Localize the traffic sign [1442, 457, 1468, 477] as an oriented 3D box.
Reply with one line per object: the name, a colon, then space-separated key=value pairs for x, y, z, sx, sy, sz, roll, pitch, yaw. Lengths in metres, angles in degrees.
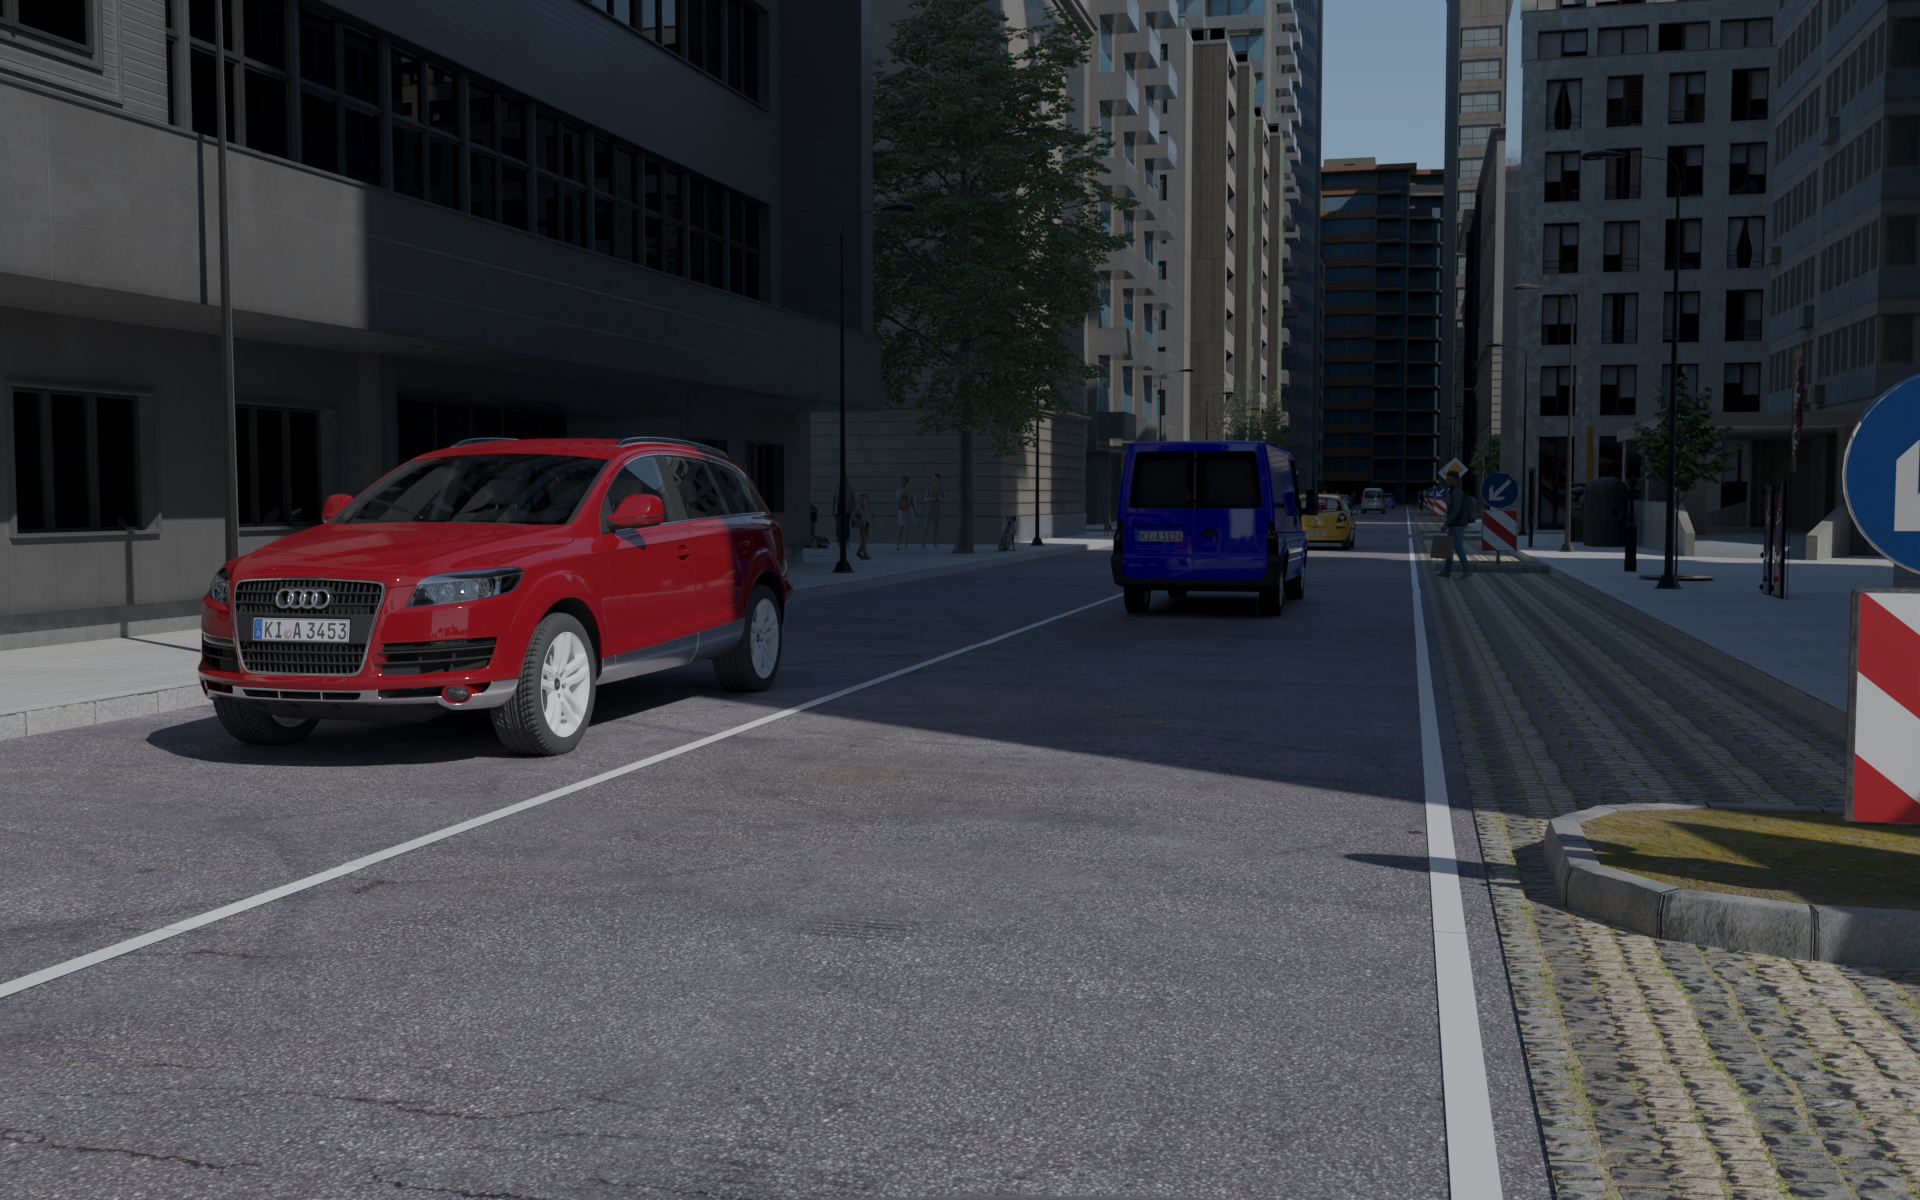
traffic sign: x=15.569 y=-3.195 z=54.421 sx=0.795 sy=2.593 sz=0.064 roll=1 pitch=4 yaw=14

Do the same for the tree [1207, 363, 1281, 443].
tree: x=15.903 y=-9.047 z=98.276 sx=4.360 sy=8.622 sz=3.978 roll=0 pitch=3 yaw=0

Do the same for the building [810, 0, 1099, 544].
building: x=-13.633 y=-14.372 z=54.066 sx=34.723 sy=24.649 sz=14.460 roll=1 pitch=4 yaw=14

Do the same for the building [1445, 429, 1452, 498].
building: x=57.784 y=-51.885 z=160.997 sx=22.319 sy=86.520 sz=31.000 roll=1 pitch=4 yaw=14

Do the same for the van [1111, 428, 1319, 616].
van: x=3.345 y=-1.090 z=22.205 sx=2.240 sy=2.365 sz=5.245 roll=1 pitch=4 yaw=15

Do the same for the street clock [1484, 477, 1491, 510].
street clock: x=22.007 y=-4.135 z=72.172 sx=0.471 sy=2.002 sz=0.358 roll=-3 pitch=5 yaw=-43

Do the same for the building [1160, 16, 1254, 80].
building: x=10.917 y=-20.667 z=109.601 sx=14.160 sy=30.474 sz=14.107 roll=1 pitch=4 yaw=14

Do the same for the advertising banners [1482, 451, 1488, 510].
advertising banners: x=20.994 y=-4.466 z=69.211 sx=0.090 sy=3.025 sz=2.074 roll=1 pitch=4 yaw=11

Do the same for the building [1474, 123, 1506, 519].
building: x=32.030 y=-14.715 z=89.747 sx=9.793 sy=20.994 sz=18.267 roll=1 pitch=4 yaw=14

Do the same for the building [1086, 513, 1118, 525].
building: x=-1.934 y=-28.227 z=81.123 sx=23.786 sy=49.044 sz=30.456 roll=1 pitch=4 yaw=14

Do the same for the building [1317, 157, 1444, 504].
building: x=50.487 y=-35.104 z=228.580 sx=28.867 sy=44.769 sz=22.147 roll=1 pitch=4 yaw=14

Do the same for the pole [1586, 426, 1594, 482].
pole: x=19.033 y=-3.579 z=52.359 sx=0.158 sy=3.312 sz=0.155 roll=0 pitch=3 yaw=0

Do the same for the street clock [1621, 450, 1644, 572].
street clock: x=11.113 y=-1.473 z=28.656 sx=0.358 sy=2.002 sz=0.471 roll=1 pitch=4 yaw=17

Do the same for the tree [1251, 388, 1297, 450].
tree: x=21.401 y=-10.387 z=120.193 sx=4.737 sy=8.622 sz=4.395 roll=0 pitch=3 yaw=0

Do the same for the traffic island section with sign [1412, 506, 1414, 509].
traffic island section with sign: x=30.606 y=-6.367 z=112.724 sx=1.989 sy=1.847 sz=2.006 roll=1 pitch=4 yaw=14

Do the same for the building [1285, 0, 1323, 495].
building: x=26.636 y=-39.192 z=182.785 sx=21.231 sy=58.520 sz=28.212 roll=1 pitch=4 yaw=14

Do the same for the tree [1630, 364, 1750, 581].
tree: x=10.848 y=-1.908 z=25.803 sx=1.663 sy=3.219 sz=1.824 roll=0 pitch=3 yaw=0

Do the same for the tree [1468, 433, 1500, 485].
tree: x=25.145 y=-5.890 z=80.009 sx=4.285 sy=4.588 sz=4.351 roll=0 pitch=3 yaw=0

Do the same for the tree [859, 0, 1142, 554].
tree: x=0.031 y=-7.307 z=37.596 sx=7.486 sy=12.596 sz=7.792 roll=0 pitch=3 yaw=0

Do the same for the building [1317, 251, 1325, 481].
building: x=36.041 y=-26.563 z=206.002 sx=14.107 sy=30.474 sz=14.160 roll=1 pitch=4 yaw=14

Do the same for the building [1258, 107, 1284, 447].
building: x=16.780 y=-21.968 z=130.880 sx=14.160 sy=30.474 sz=14.107 roll=1 pitch=4 yaw=14

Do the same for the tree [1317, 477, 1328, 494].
tree: x=40.850 y=-12.378 z=196.976 sx=1.663 sy=3.219 sz=1.824 roll=0 pitch=3 yaw=0

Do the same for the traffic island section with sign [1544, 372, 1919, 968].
traffic island section with sign: x=3.155 y=0.154 z=6.104 sx=1.989 sy=1.847 sz=2.006 roll=1 pitch=4 yaw=14

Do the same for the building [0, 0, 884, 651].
building: x=-11.853 y=-12.234 z=19.088 sx=14.314 sy=24.678 sz=30.058 roll=1 pitch=4 yaw=14

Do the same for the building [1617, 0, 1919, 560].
building: x=32.183 y=-21.106 z=36.959 sx=32.217 sy=40.220 sz=23.993 roll=1 pitch=4 yaw=14

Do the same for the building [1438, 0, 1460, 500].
building: x=64.111 y=-39.690 z=190.928 sx=21.231 sy=58.520 sz=28.212 roll=1 pitch=4 yaw=14

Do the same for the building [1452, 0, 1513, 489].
building: x=47.774 y=-28.020 z=141.715 sx=14.154 sy=41.232 sz=14.086 roll=1 pitch=4 yaw=14

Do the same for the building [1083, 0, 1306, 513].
building: x=18.526 y=-32.716 z=154.507 sx=23.786 sy=49.044 sz=30.456 roll=1 pitch=4 yaw=14

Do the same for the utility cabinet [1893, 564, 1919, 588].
utility cabinet: x=11.932 y=-0.753 z=20.983 sx=0.318 sy=1.500 sz=1.173 roll=-1 pitch=4 yaw=-19

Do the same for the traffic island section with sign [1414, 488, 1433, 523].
traffic island section with sign: x=23.845 y=-4.761 z=86.473 sx=1.989 sy=1.847 sz=2.006 roll=1 pitch=4 yaw=14

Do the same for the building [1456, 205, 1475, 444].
building: x=41.172 y=-18.009 z=123.332 sx=11.050 sy=23.489 sz=19.941 roll=1 pitch=4 yaw=14

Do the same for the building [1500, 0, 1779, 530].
building: x=29.131 y=-12.792 z=63.907 sx=16.860 sy=20.320 sz=10.420 roll=1 pitch=4 yaw=14

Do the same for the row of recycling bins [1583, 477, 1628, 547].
row of recycling bins: x=16.208 y=-2.230 z=43.566 sx=1.069 sy=1.692 sz=3.534 roll=1 pitch=4 yaw=18

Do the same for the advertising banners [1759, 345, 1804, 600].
advertising banners: x=10.124 y=-1.538 z=21.339 sx=0.090 sy=3.025 sz=2.074 roll=1 pitch=4 yaw=15

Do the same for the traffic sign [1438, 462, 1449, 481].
traffic sign: x=17.560 y=-3.668 z=62.154 sx=0.795 sy=2.593 sz=0.064 roll=1 pitch=4 yaw=14

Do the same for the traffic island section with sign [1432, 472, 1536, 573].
traffic island section with sign: x=9.876 y=-1.442 z=32.211 sx=1.989 sy=1.847 sz=2.006 roll=1 pitch=4 yaw=14

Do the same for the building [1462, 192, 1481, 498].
building: x=37.485 y=-16.891 z=105.847 sx=12.332 sy=23.373 sz=15.834 roll=1 pitch=4 yaw=14
